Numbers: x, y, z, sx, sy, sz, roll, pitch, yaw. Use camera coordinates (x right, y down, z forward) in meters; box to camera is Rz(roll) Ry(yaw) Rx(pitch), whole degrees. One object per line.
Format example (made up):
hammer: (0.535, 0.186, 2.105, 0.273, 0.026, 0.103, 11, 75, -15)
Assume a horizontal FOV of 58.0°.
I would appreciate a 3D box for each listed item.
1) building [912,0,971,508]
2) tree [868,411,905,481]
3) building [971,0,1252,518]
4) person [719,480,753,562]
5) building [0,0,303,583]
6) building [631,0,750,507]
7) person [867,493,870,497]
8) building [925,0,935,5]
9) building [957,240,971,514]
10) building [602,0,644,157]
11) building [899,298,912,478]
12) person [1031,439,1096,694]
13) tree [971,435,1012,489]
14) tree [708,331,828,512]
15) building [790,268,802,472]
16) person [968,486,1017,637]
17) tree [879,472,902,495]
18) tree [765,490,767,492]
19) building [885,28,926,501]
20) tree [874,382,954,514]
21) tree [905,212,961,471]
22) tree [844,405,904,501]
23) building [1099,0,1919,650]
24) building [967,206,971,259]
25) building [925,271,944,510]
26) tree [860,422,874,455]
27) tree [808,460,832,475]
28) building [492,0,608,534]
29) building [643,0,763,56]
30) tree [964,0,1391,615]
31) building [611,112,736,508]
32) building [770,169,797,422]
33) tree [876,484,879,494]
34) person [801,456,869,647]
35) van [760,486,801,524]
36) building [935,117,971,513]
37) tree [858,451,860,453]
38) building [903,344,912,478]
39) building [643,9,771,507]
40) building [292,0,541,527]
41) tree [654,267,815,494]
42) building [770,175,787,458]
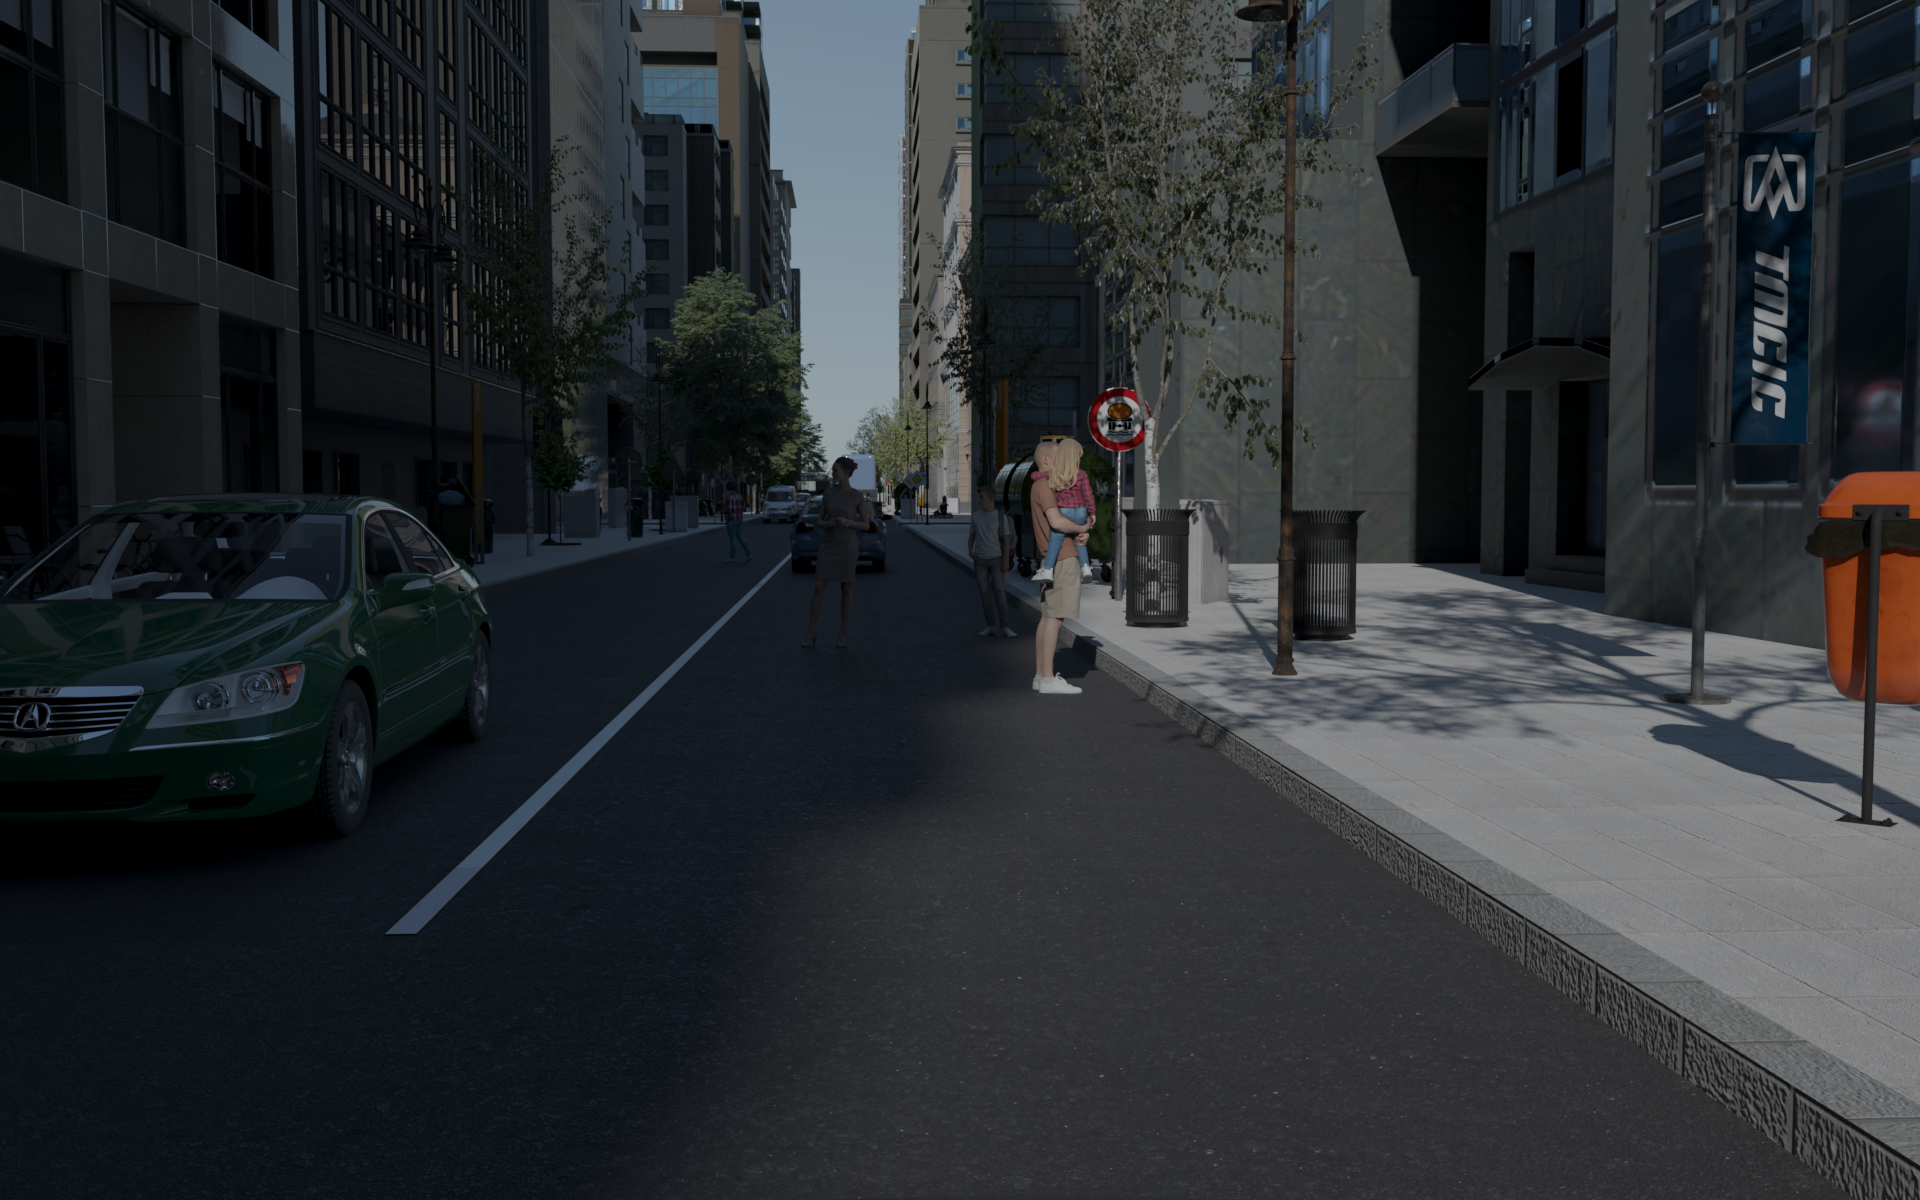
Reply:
building: (6.348, -33.256, 167.438, 21.300, 48.544, 21.600, 0, 4, -4)
tree: (-5.803, -12.215, 150.077, 4.360, 8.622, 3.978, 0, 3, 0)
building: (7.286, -23.088, 61.083, 14.154, 41.232, 14.086, 0, 4, -4)
person: (-4.734, -1.662, 36.514, 0.643, 1.720, 0.563, 2, 4, 28)
building: (-19.522, -12.611, 10.705, 19.350, 26.468, 34.151, 0, 4, -4)
building: (-26.831, -31.216, 160.493, 14.600, 45.320, 14.200, 0, 4, -4)
person: (-5.255, -5.339, 98.393, 0.503, 1.515, 0.523, 3, 5, 39)
building: (4.664, -45.841, 187.749, 20.563, 71.187, 20.611, 0, 4, -4)
building: (5.654, -14.815, 106.845, 10.561, 19.102, 19.286, 0, 4, -4)
building: (-32.508, -31.047, 96.858, 28.713, 52.752, 27.495, 0, 4, -4)
building: (-2.010, -29.573, 255.220, 14.160, 30.474, 14.107, 0, 4, -4)
person: (0.716, -0.250, 12.556, 0.580, 1.828, 0.573, 3, 5, 42)
tree: (0.840, -3.485, 51.577, 1.663, 3.219, 1.824, 0, 3, 0)
tree: (-13.958, -12.393, 120.758, 7.486, 12.596, 7.792, 0, 3, 0)
building: (-35.168, -37.985, 304.651, 14.154, 41.232, 14.086, 0, 4, -4)
person: (0.342, -0.389, 17.460, 0.503, 1.515, 0.523, -1, 4, -10)
tree: (-5.106, -8.642, 135.902, 1.663, 3.219, 1.824, 0, 3, 0)
tree: (-14.993, -8.716, 137.112, 1.663, 3.219, 1.824, 0, 3, 0)
building: (-1.557, -60.228, 297.406, 22.319, 86.520, 31.000, 0, 4, -4)
tree: (-2.613, -9.967, 113.328, 4.737, 8.622, 4.395, 0, 3, 0)
tree: (0.875, -5.783, 44.910, 4.360, 8.622, 3.978, 0, 3, 0)
tree: (-11.174, -20.084, 238.736, 12.009, 13.543, 11.850, 0, 3, 0)
building: (15.461, -43.553, 24.772, 22.319, 86.520, 31.000, 0, 4, -4)
building: (12.749, -15.142, 89.367, 24.055, 21.916, 13.314, 0, 4, -4)
building: (2.297, -18.124, 145.476, 9.793, 20.994, 18.267, 0, 4, -4)
tree: (-4.376, -11.026, 130.637, 4.737, 8.622, 4.395, 0, 3, 0)
tree: (-25.092, -21.893, 308.317, 4.737, 8.622, 4.395, 0, 3, 0)
building: (-23.271, -14.818, 60.305, 19.932, 24.808, 12.078, 0, 4, -4)
building: (-32.949, -54.485, 203.497, 22.319, 86.520, 31.000, 0, 4, -4)
tree: (2.029, -4.112, 17.593, 4.360, 8.622, 3.978, 0, 3, 0)
building: (-24.986, -22.210, 134.831, 14.160, 30.474, 14.107, 0, 4, -4)
building: (-41.294, -42.424, 282.871, 28.713, 52.752, 27.495, 0, 4, -4)
tree: (-9.173, -12.340, 196.365, 1.663, 3.219, 1.824, 0, 3, 0)
person: (-1.170, -0.451, 16.214, 0.599, 1.781, 0.374, 1, 4, 14)
van: (-8.835, -4.800, 85.490, 2.013, 2.044, 4.112, 0, 4, -3)
building: (5.446, -20.816, 126.241, 13.634, 28.700, 20.117, 0, 4, -4)
tree: (-8.052, -13.925, 178.036, 4.737, 8.622, 4.395, 0, 3, 0)
building: (7.187, -22.577, 214.175, 27.650, 21.520, 28.899, 0, 4, -4)
building: (-30.659, -33.927, 178.404, 21.300, 48.544, 21.600, 0, 4, -4)
building: (-18.959, -15.063, 39.782, 14.314, 27.812, 24.014, 0, 4, -4)
tree: (-12.643, -11.643, 97.019, 9.857, 13.997, 8.962, 0, 3, 0)
building: (-36.902, -38.810, 254.152, 23.786, 49.044, 30.456, 0, 4, -4)
